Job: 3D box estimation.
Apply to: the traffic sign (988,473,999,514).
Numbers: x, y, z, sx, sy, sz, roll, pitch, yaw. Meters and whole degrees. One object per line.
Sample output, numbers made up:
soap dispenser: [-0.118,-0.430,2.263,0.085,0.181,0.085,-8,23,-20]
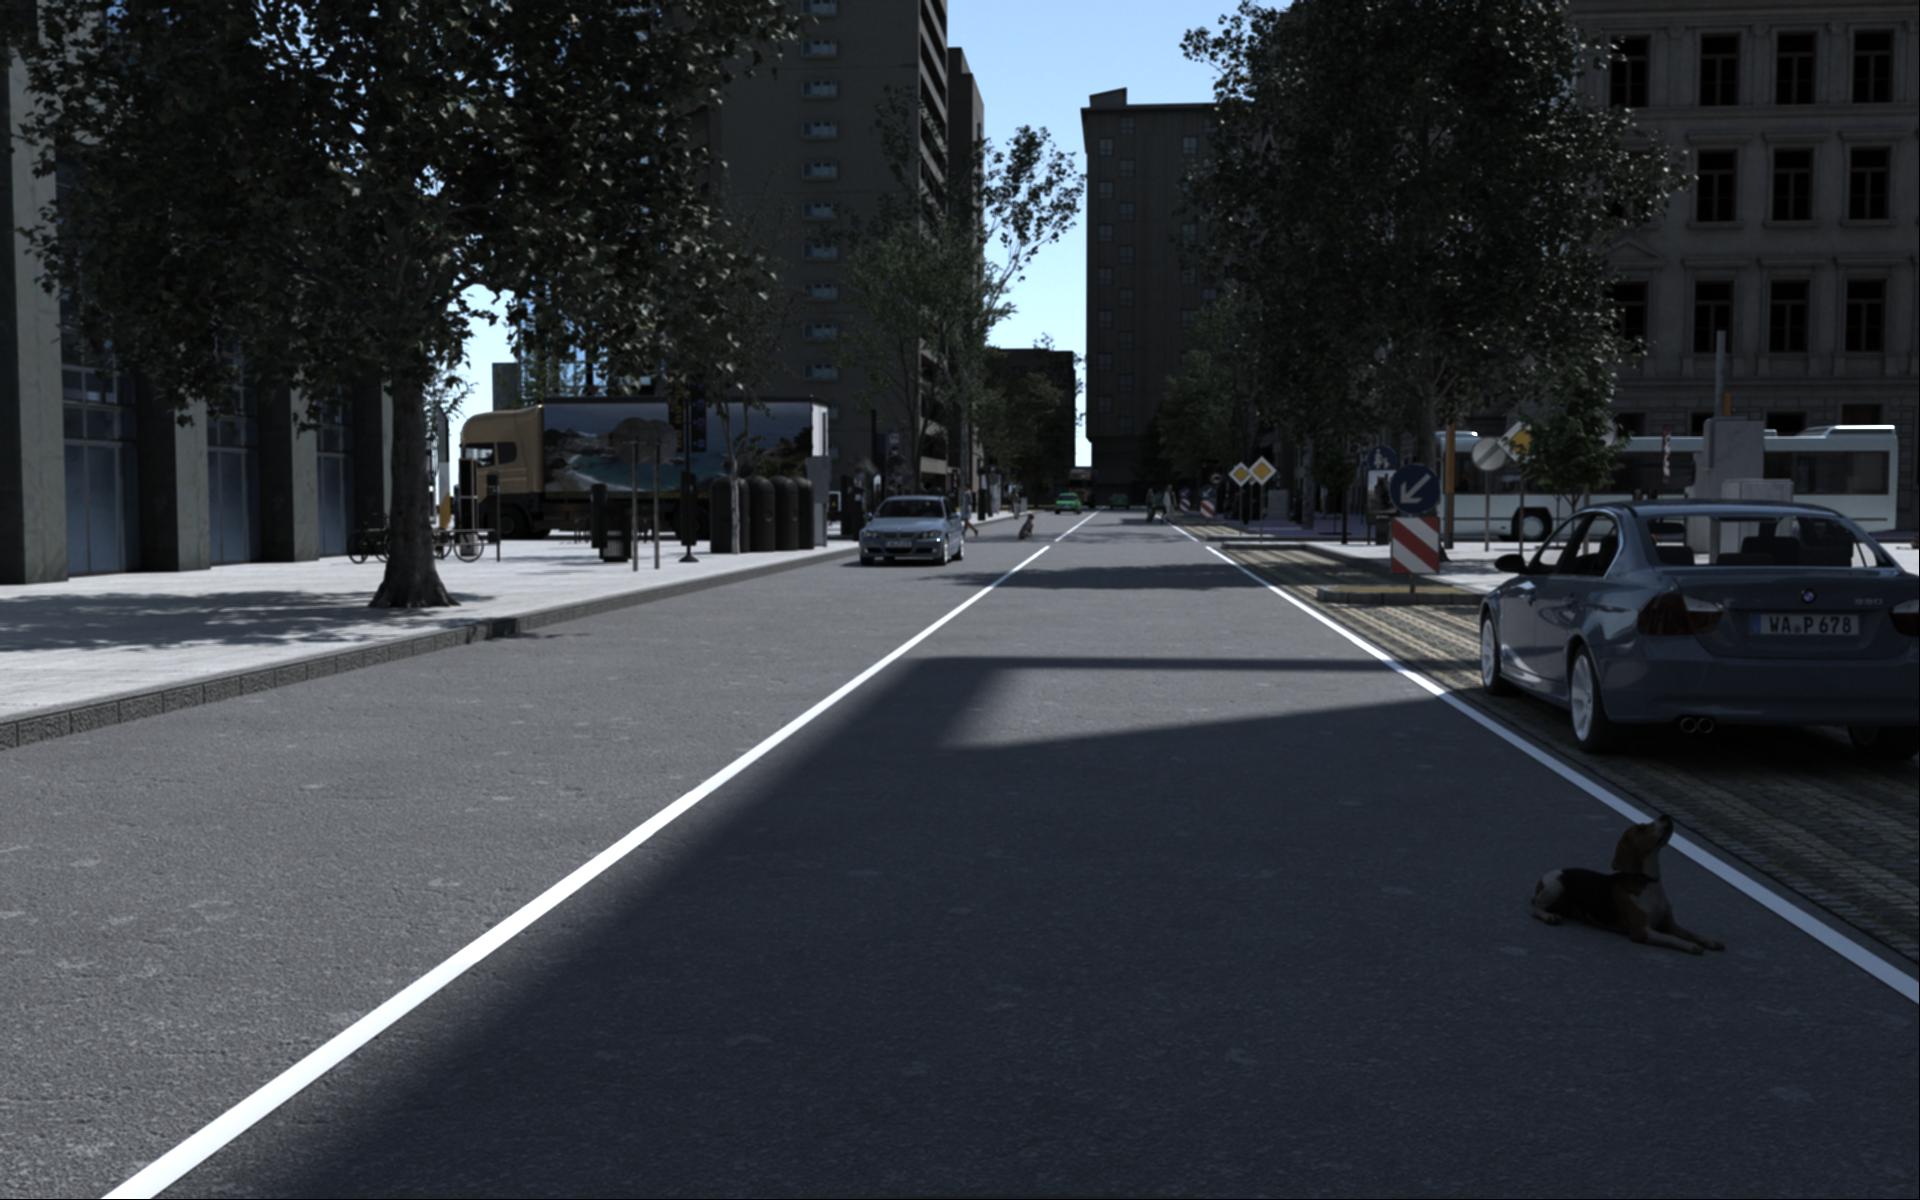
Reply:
traffic sign: [1.942,-6.338,103.738,0.768,2.556,0.104,1,4,13]

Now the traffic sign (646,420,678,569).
traffic sign: [-5.198,-1.806,29.636,0.768,2.556,0.104,1,4,10]

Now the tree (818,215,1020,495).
tree: [-1.623,-8.529,65.206,9.928,11.665,9.643,0,3,0]

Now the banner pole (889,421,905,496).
banner pole: [-2.127,-4.249,59.484,0.863,3.779,0.401,-3,5,-40]

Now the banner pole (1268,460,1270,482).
banner pole: [22.511,-8.320,126.050,0.401,3.779,0.863,1,4,15]

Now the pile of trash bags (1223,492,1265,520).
pile of trash bags: [14.221,-4.745,87.329,1.912,1.369,3.447,0,4,2]

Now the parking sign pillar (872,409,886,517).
parking sign pillar: [-2.615,-4.106,55.600,1.447,3.967,1.447,0,4,-2]

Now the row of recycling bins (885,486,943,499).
row of recycling bins: [-2.560,-5.242,92.816,3.534,1.692,1.069,-2,4,-23]

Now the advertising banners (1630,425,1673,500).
advertising banners: [17.378,-2.893,43.482,2.074,3.025,0.090,-3,5,-42]

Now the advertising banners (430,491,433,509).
advertising banners: [-30.824,-6.392,100.691,2.074,3.025,0.090,-1,4,-17]

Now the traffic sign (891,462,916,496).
traffic sign: [-1.767,-3.094,54.236,0.795,2.450,0.064,0,4,5]

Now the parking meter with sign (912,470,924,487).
parking meter with sign: [-2.743,-7.759,123.126,0.543,3.016,1.738,2,4,25]

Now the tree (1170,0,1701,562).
tree: [8.861,-7.083,32.811,9.611,12.733,9.660,0,3,0]

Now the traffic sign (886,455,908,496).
traffic sign: [-2.086,-3.462,56.712,0.768,2.556,0.104,1,4,13]

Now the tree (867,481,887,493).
tree: [-5.760,-7.523,117.597,1.663,3.219,1.824,0,3,0]

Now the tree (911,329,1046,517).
tree: [1.404,-9.978,97.546,7.601,10.594,8.767,2,4,26]

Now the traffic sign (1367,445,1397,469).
traffic sign: [11.012,-2.764,45.293,0.768,2.556,0.104,1,4,8]

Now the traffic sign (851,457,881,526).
traffic sign: [-2.513,-2.608,46.286,0.795,2.450,0.064,0,4,5]

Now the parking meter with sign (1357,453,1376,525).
parking meter with sign: [17.359,-4.663,72.501,0.543,3.016,1.738,-2,4,-24]

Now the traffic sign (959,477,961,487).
traffic sign: [0.244,-6.333,105.672,0.606,2.300,0.079,0,4,6]

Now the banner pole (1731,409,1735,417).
banner pole: [22.537,-3.738,51.133,0.863,3.779,0.401,0,4,1]

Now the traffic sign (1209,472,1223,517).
traffic sign: [14.596,-6.030,98.690,0.768,2.556,0.104,0,4,7]

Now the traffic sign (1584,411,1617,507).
traffic sign: [9.093,-1.530,25.118,0.768,2.556,0.104,1,4,10]

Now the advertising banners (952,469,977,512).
advertising banners: [0.301,-7.643,121.148,2.074,3.025,0.090,-2,4,-32]

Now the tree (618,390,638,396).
tree: [-22.062,-9.920,112.560,4.737,8.622,4.395,0,3,0]

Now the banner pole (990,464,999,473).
banner pole: [2.612,-8.446,128.114,0.863,3.779,0.401,1,4,21]

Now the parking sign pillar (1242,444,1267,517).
parking sign pillar: [16.422,-6.619,96.694,1.447,3.967,1.447,-1,4,-16]

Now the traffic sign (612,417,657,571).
traffic sign: [-5.391,-1.748,28.694,0.768,2.556,0.104,0,4,6]

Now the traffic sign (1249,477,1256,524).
traffic sign: [12.639,-4.518,75.056,0.795,2.450,0.064,1,4,14]

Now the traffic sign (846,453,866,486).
traffic sign: [-3.201,-3.316,54.318,0.768,2.556,0.104,1,4,13]

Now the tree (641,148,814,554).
tree: [-4.918,-5.269,36.504,4.360,8.622,3.978,0,3,0]

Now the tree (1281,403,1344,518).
tree: [19.510,-8.768,93.719,4.737,8.622,4.395,0,3,0]

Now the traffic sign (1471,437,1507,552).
traffic sign: [11.768,-2.355,38.603,0.768,2.556,0.104,1,4,10]

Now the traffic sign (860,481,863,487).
traffic sign: [-3.411,-3.658,59.907,0.768,2.556,0.104,1,4,14]

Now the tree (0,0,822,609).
tree: [-6.392,-6.277,19.639,9.611,12.733,9.660,0,3,0]

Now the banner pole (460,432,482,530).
banner pole: [-17.292,-4.366,61.394,0.863,3.779,0.401,-1,4,-12]

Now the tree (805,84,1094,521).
tree: [-1.221,-13.845,82.252,12.611,20.169,13.585,0,3,0]

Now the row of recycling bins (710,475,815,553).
row of recycling bins: [-4.360,-1.945,38.920,1.069,1.692,3.534,2,4,27]

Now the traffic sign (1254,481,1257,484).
traffic sign: [13.214,-4.729,78.498,0.795,2.450,0.064,1,4,12]

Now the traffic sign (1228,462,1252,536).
traffic sign: [8.629,-3.034,53.244,0.795,2.450,0.064,0,4,5]

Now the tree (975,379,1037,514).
tree: [2.530,-9.739,109.600,4.737,8.622,4.395,0,3,0]

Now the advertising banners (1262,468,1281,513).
advertising banners: [20.756,-7.295,115.458,0.090,3.025,2.074,-2,4,-27]

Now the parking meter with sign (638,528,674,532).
parking meter with sign: [-10.010,-3.786,58.163,1.738,3.016,0.543,-2,4,-26]

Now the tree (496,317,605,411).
tree: [-16.249,-7.213,68.293,4.737,8.622,4.395,0,3,0]

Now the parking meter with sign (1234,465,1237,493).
parking meter with sign: [17.559,-6.699,105.789,1.738,3.016,0.543,-2,4,-25]

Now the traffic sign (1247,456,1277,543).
traffic sign: [7.884,-2.547,45.294,0.795,2.450,0.064,0,4,5]

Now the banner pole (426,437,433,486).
banner pole: [-20.629,-4.704,66.934,0.401,3.779,0.863,1,4,22]

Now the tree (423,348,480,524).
tree: [-22.724,-7.556,73.904,4.360,8.622,3.978,0,3,0]

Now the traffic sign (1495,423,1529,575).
traffic sign: [8.273,-1.487,25.504,0.795,2.450,0.064,0,4,6]

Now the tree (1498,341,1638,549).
tree: [7.899,-1.675,21.982,1.663,3.219,1.824,0,3,0]

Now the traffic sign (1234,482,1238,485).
traffic sign: [16.179,-6.082,99.452,0.884,2.594,0.081,1,4,12]

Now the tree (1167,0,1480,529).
tree: [13.756,-12.698,63.495,12.611,20.169,13.585,0,3,0]
